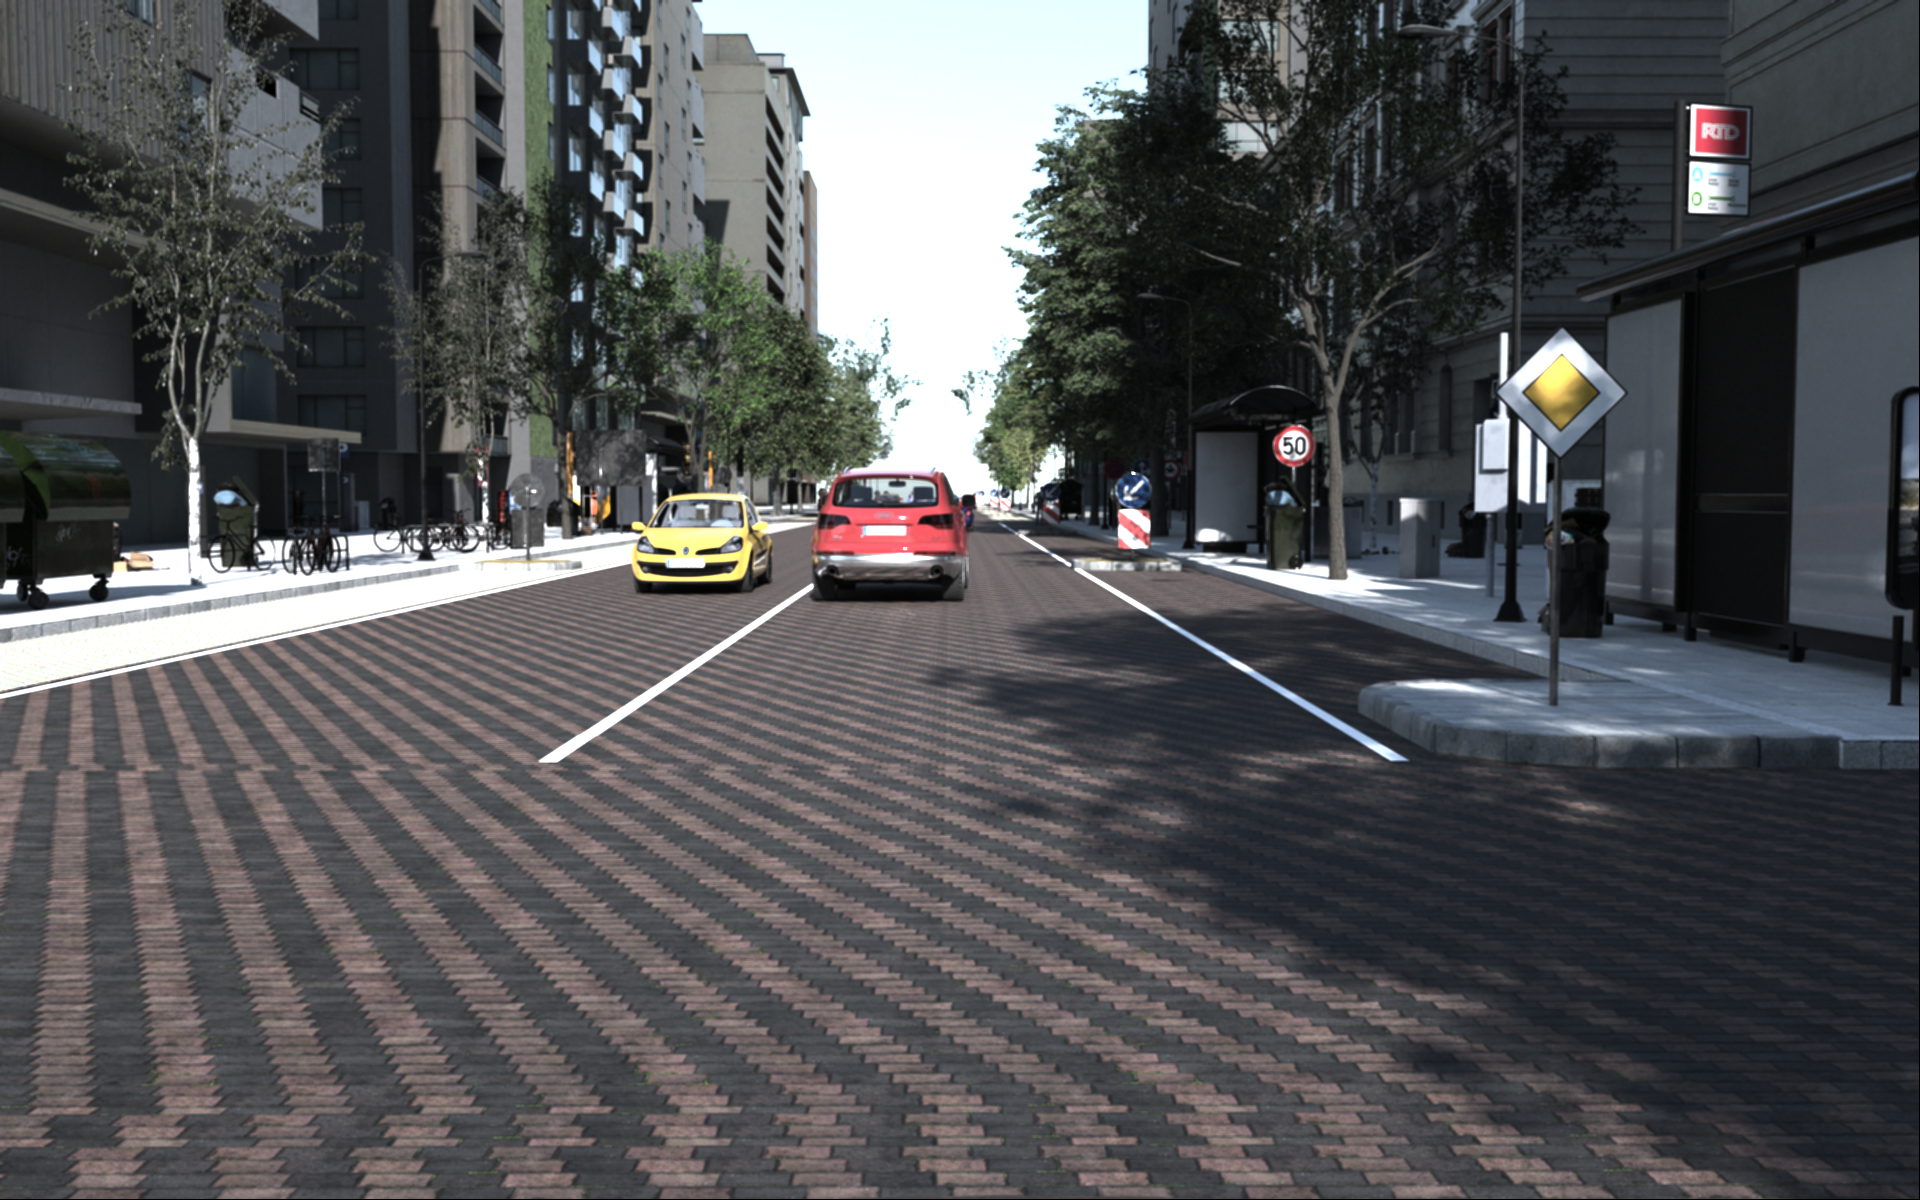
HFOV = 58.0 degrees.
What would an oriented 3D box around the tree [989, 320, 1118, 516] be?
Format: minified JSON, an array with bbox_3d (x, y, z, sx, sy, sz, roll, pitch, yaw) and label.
[{"bbox_3d":[6.235,-10.616,99.333,9.928,11.665,9.643,0,3,0],"label":"tree"}]

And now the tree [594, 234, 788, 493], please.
[{"bbox_3d":[-10.770,-8.869,70.771,9.928,11.665,9.643,0,3,0],"label":"tree"}]

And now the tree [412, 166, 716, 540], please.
[{"bbox_3d":[-11.123,-6.997,48.807,8.767,10.594,7.601,-1,4,-14],"label":"tree"}]

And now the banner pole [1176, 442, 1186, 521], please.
[{"bbox_3d":[10.580,-5.685,82.960,0.401,3.779,0.863,-2,4,-28],"label":"banner pole"}]

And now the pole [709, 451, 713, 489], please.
[{"bbox_3d":[-11.833,-5.413,82.339,0.158,3.312,0.155,0,3,0],"label":"pole"}]

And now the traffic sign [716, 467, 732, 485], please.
[{"bbox_3d":[-11.129,-4.985,81.611,0.768,2.556,0.104,0,4,1],"label":"traffic sign"}]

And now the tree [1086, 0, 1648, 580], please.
[{"bbox_3d":[5.769,-5.596,25.905,8.767,10.594,7.601,1,4,15],"label":"tree"}]

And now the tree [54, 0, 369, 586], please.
[{"bbox_3d":[-10.586,-4.518,24.234,4.360,8.622,3.978,0,3,0],"label":"tree"}]

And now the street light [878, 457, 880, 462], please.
[{"bbox_3d":[-10.632,-14.854,215.400,1.470,5.913,1.316,0,4,0],"label":"street light"}]

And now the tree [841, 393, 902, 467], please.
[{"bbox_3d":[-11.282,-17.978,204.314,12.009,13.543,11.850,0,3,0],"label":"tree"}]

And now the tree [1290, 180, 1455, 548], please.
[{"bbox_3d":[9.876,-5.563,41.316,4.360,8.622,3.978,0,3,0],"label":"tree"}]

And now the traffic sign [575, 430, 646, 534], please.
[{"bbox_3d":[-11.054,-3.730,54.853,2.265,3.308,0.079,0,4,4],"label":"traffic sign"}]

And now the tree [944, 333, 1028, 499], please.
[{"bbox_3d":[4.330,-21.440,206.436,12.611,20.169,13.585,0,3,0],"label":"tree"}]

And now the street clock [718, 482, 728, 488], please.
[{"bbox_3d":[-11.430,-4.834,83.613,0.471,2.002,0.358,0,4,-6],"label":"street clock"}]

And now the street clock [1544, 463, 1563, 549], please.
[{"bbox_3d":[13.729,-2.182,40.241,0.358,2.002,0.471,-3,4,-36],"label":"street clock"}]

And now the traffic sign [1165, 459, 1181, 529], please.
[{"bbox_3d":[7.719,-3.888,63.671,0.768,2.556,0.104,0,3,0],"label":"traffic sign"}]

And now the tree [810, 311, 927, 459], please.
[{"bbox_3d":[-9.821,-19.747,178.745,12.611,20.169,13.585,0,3,0],"label":"tree"}]

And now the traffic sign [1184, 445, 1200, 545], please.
[{"bbox_3d":[5.976,-2.645,43.344,0.768,2.556,0.104,0,4,1],"label":"traffic sign"}]

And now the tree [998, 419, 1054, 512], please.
[{"bbox_3d":[5.675,-11.986,146.331,4.737,8.622,4.395,0,3,0],"label":"tree"}]

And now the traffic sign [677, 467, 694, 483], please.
[{"bbox_3d":[-12.421,-4.784,78.328,0.768,2.556,0.104,0,4,3],"label":"traffic sign"}]

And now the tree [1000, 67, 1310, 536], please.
[{"bbox_3d":[6.108,-8.910,52.337,9.857,13.997,8.962,0,3,0],"label":"tree"}]

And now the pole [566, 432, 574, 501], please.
[{"bbox_3d":[-12.882,-3.876,57.223,0.158,3.312,0.155,0,3,0],"label":"pole"}]

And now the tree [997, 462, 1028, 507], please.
[{"bbox_3d":[5.436,-11.575,172.963,4.285,4.588,4.351,0,3,0],"label":"tree"}]

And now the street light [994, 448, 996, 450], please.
[{"bbox_3d":[4.186,-12.461,176.270,1.470,5.913,1.316,0,4,0],"label":"street light"}]

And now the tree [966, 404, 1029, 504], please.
[{"bbox_3d":[5.176,-19.510,229.361,12.009,13.543,11.850,0,3,0],"label":"tree"}]

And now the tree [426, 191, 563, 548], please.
[{"bbox_3d":[-11.606,-5.559,41.255,4.360,8.622,3.978,0,3,0],"label":"tree"}]

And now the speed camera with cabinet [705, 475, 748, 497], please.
[{"bbox_3d":[-11.387,-5.511,84.442,2.038,3.252,0.660,0,4,4],"label":"speed camera with cabinet"}]

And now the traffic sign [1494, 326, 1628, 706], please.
[{"bbox_3d":[3.594,-0.415,10.435,0.795,2.450,0.064,0,4,0],"label":"traffic sign"}]

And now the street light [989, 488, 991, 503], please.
[{"bbox_3d":[3.942,-13.832,198.701,1.470,5.913,1.316,0,4,0],"label":"street light"}]

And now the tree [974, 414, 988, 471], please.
[{"bbox_3d":[5.274,-16.349,185.437,7.486,12.596,7.792,0,3,0],"label":"tree"}]

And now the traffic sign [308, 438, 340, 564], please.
[{"bbox_3d":[-11.680,-1.816,31.817,0.606,2.300,0.079,0,4,7],"label":"traffic sign"}]

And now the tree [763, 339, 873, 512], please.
[{"bbox_3d":[-11.083,-12.604,124.198,7.486,12.596,7.792,0,3,0],"label":"tree"}]

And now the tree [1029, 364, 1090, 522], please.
[{"bbox_3d":[5.536,-7.916,79.793,4.360,8.622,3.978,0,3,0],"label":"tree"}]

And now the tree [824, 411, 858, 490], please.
[{"bbox_3d":[-10.741,-11.955,145.826,4.360,8.622,3.978,0,3,0],"label":"tree"}]

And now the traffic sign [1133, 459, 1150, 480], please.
[{"bbox_3d":[6.745,-3.889,63.697,0.768,2.556,0.104,0,4,2],"label":"traffic sign"}]

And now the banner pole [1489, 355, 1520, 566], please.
[{"bbox_3d":[9.803,-2.524,31.289,0.401,3.779,0.863,-1,4,-20],"label":"banner pole"}]

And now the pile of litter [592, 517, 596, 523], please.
[{"bbox_3d":[-15.713,-3.783,75.825,1.719,0.858,1.176,1,4,22],"label":"pile of litter"}]

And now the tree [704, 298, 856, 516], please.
[{"bbox_3d":[-10.827,-11.264,101.180,9.611,12.733,9.660,0,3,0],"label":"tree"}]

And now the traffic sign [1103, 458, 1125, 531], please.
[{"bbox_3d":[5.393,-3.701,60.615,0.768,2.556,0.104,0,3,0],"label":"traffic sign"}]

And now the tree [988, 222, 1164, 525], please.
[{"bbox_3d":[5.411,-9.373,71.367,7.486,12.596,7.792,0,3,0],"label":"tree"}]

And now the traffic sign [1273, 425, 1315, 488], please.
[{"bbox_3d":[6.155,-1.948,31.961,0.768,2.556,0.104,1,4,8],"label":"traffic sign"}]

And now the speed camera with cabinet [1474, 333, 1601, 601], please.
[{"bbox_3d":[7.229,-1.625,20.904,0.660,3.252,2.038,-2,4,-35],"label":"speed camera with cabinet"}]

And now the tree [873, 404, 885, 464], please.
[{"bbox_3d":[-10.523,-14.922,162.093,7.486,12.596,7.792,0,3,0],"label":"tree"}]

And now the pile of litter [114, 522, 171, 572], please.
[{"bbox_3d":[-13.989,-0.909,28.829,1.719,0.858,1.176,-3,5,-43],"label":"pile of litter"}]

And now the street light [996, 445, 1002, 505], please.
[{"bbox_3d":[4.328,-11.594,162.108,1.470,5.913,1.316,0,4,0],"label":"street light"}]
